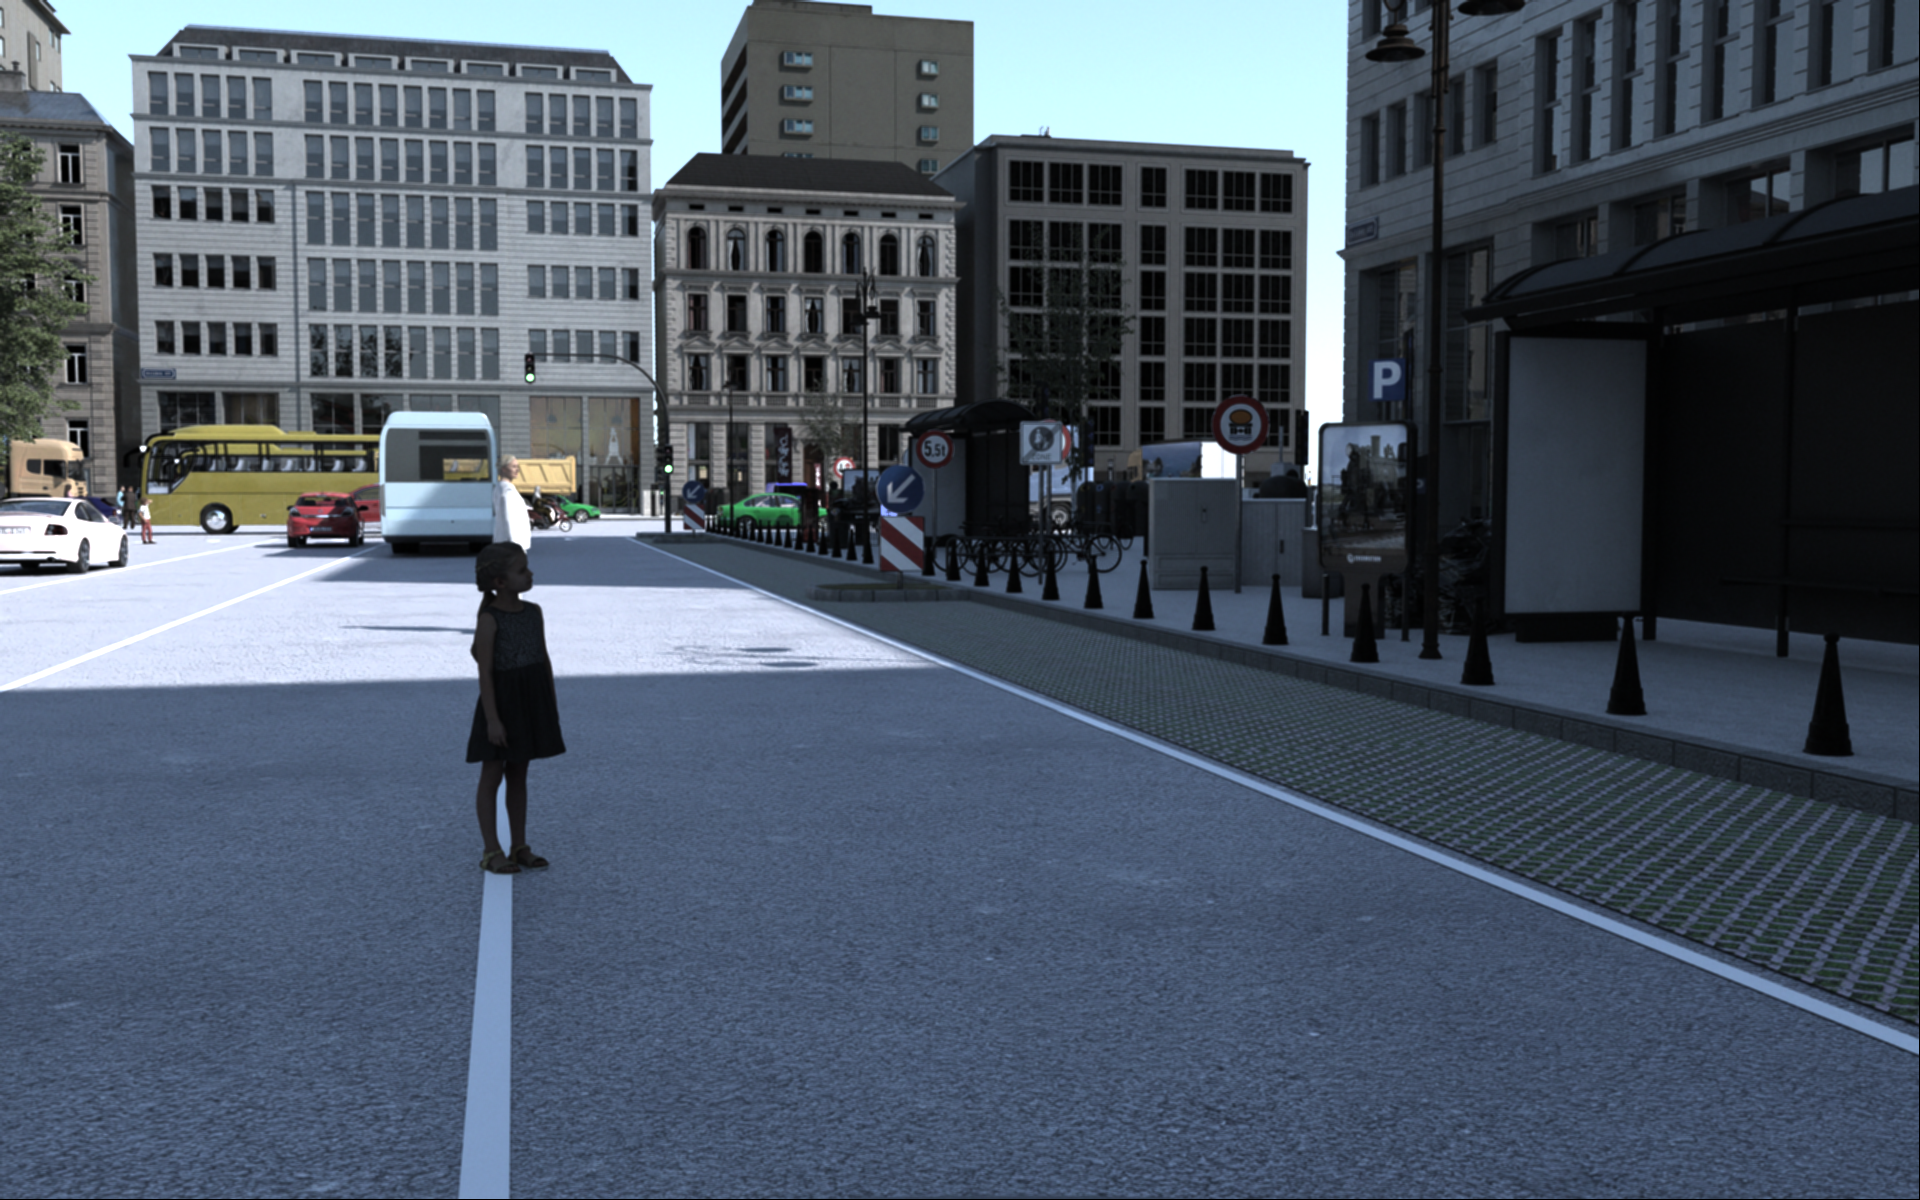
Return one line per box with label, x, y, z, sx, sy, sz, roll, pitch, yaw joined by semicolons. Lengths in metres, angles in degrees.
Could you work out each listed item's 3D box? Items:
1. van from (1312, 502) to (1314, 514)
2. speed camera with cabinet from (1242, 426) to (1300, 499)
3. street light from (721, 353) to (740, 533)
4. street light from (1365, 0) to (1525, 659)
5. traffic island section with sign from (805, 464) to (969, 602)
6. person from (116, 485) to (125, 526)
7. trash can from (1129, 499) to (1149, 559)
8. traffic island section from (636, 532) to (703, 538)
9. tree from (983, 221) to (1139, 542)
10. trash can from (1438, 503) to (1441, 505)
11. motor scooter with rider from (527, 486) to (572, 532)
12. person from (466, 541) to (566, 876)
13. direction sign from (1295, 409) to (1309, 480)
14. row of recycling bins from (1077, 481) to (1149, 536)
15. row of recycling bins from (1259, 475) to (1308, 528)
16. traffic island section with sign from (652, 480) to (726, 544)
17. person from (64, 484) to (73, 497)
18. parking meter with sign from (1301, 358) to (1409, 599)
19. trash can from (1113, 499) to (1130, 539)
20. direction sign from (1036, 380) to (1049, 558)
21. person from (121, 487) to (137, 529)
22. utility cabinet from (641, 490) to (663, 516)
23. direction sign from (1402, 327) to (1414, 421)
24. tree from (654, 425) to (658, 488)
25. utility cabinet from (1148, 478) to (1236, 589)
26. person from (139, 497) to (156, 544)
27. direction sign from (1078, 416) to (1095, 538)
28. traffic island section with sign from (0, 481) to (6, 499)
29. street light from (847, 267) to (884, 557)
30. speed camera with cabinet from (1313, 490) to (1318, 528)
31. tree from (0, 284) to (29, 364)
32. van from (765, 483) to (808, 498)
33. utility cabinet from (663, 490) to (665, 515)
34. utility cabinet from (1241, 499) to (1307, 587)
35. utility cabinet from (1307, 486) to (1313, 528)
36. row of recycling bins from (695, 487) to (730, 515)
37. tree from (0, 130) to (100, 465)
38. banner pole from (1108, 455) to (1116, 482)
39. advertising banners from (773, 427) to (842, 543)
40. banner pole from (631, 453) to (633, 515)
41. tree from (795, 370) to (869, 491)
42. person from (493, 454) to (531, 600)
van;17.923;-4.533;81.125;4.112;2.044;2.013;-1;4;-15
speed camera with cabinet;8.904;-3.404;49.989;2.038;3.252;0.660;-2;4;-35
street light;-7.517;-5.145;56.914;0.468;5.910;1.993;-1;4;-14
street light;3.674;-2.481;13.348;0.468;5.910;1.993;-1;4;-14
traffic island section with sign;-1.078;-0.927;23.789;1.989;1.847;2.006;-1;4;-14
person;-37.335;-4.181;76.881;0.620;1.820;0.660;-1;4;-22
trash can;3.909;-1.367;34.000;0.748;1.137;0.748;0;3;0
traffic island section;-9.598;-2.125;57.027;2.009;0.180;2.903;-1;4;-14
tree;2.810;-5.845;45.931;4.360;8.622;3.978;0;3;0
trash can;31.999;-6.405;116.382;0.748;1.137;0.748;0;3;0
motor scooter with rider;-15.806;-3.485;65.951;1.986;1.779;0.876;-1;4;-13
person;-1.685;0.401;6.610;0.373;1.253;0.362;3;4;36
direction sign;9.217;-3.348;46.732;0.379;3.537;0.876;2;4;33
row of recycling bins;4.838;-2.870;54.038;1.069;1.692;3.534;-2;4;-30
row of recycling bins;7.328;-1.971;39.344;1.069;1.692;3.534;1;4;15
traffic island section with sign;-7.961;-2.568;50.621;1.989;1.847;2.006;-1;4;-14
person;-34.514;-3.589;67.195;0.555;1.821;0.388;2;4;29
parking meter with sign;4.945;-1.560;21.773;0.543;3.016;1.738;3;5;43
trash can;4.751;-2.326;49.679;0.748;1.137;0.748;0;3;0
direction sign;1.653;-2.624;34.908;0.379;3.537;0.876;1;4;18
person;-34.007;-3.769;70.816;0.600;1.739;0.565;1;4;14
utility cabinet;-18.204;-5.699;101.864;0.318;1.500;1.173;3;5;44
direction sign;6.198;-1.960;24.043;0.379;3.537;0.876;0;4;7
tree;-24.649;-11.102;131.881;4.360;8.622;3.978;0;3;0
utility cabinet;3.146;-0.893;23.288;1.173;1.500;0.318;-1;4;-8
person;-23.428;-2.295;49.932;0.340;1.345;0.435;0;4;-6
direction sign;3.683;-3.578;50.505;0.379;3.537;0.876;-2;4;-26
traffic island section with sign;-29.306;-2.697;52.237;2.006;1.907;1.989;-1;4;-14
street light;-1.933;-3.830;35.411;0.468;5.910;1.993;-1;4;-14
speed camera with cabinet;13.692;-4.162;62.388;0.660;3.252;2.038;-3;4;-36
tree;-26.379;-6.360;40.858;8.767;10.594;7.601;-1;4;-14
van;-9.009;-5.296;90.973;2.240;2.365;5.245;-1;4;-14
utility cabinet;-17.850;-5.775;103.099;0.318;1.500;1.173;-2;4;-35
utility cabinet;4.314;-0.799;24.221;1.020;1.237;0.306;1;4;14
utility cabinet;8.105;-2.042;42.064;1.173;1.500;0.318;-3;5;-44
row of recycling bins;-14.950;-5.981;104.908;1.069;1.692;3.534;-3;4;-39
tree;-28.254;-7.805;48.194;7.486;12.596;7.792;0;3;0
banner pole;9.662;-7.334;109.923;0.401;3.779;0.863;-3;5;-40
advertising banners;-3.909;-3.007;45.352;2.074;3.025;0.090;1;4;15
banner pole;-19.872;-7.036;105.052;0.401;3.779;0.863;0;4;-6
tree;-7.722;-9.371;103.580;4.360;8.622;3.978;0;3;0
person;-4.715;-0.585;17.950;0.514;1.842;0.818;3;4;37
